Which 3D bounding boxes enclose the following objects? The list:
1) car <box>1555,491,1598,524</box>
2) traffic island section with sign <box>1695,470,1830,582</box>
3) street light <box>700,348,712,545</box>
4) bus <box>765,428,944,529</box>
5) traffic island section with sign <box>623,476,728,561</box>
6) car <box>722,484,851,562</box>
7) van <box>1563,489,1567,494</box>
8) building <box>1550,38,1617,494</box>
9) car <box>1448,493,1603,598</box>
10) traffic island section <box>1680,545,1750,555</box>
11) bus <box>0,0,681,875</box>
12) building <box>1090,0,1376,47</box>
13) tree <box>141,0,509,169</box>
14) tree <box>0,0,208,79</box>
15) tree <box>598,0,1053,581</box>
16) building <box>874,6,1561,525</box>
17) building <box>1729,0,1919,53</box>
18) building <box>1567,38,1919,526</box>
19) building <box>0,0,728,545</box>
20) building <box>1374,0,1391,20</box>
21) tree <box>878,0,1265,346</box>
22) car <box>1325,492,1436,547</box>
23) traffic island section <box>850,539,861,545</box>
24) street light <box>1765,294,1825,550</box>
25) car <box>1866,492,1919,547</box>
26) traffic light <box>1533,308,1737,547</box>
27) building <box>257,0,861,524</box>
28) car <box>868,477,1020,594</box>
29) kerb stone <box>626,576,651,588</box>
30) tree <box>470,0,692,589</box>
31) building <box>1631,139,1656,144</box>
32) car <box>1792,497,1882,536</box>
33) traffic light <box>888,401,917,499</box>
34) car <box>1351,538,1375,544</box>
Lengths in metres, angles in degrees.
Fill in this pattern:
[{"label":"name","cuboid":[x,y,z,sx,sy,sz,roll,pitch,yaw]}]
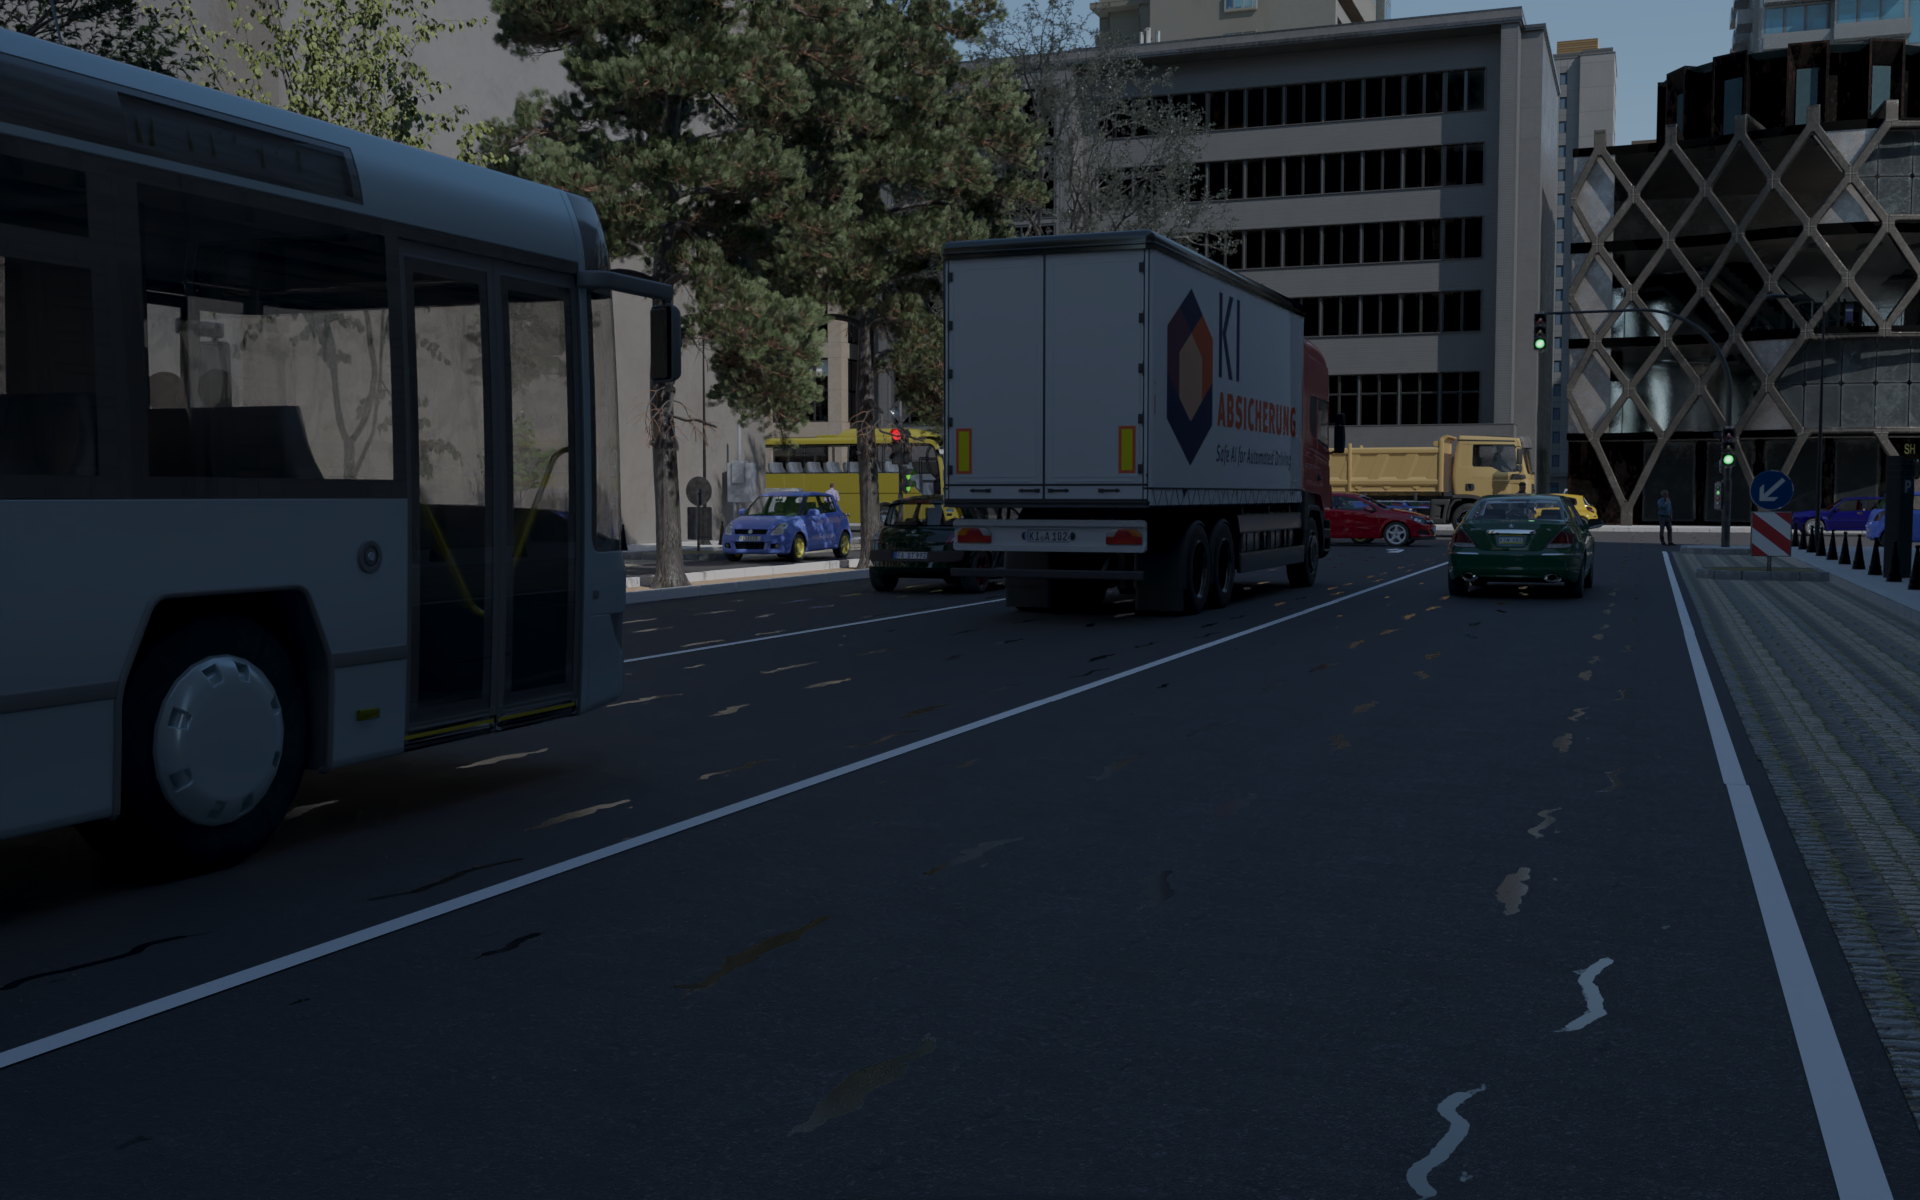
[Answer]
[{"label":"car","cuboid":[22.206,-3.414,66.042,3.980,1.641,2.015,1,4,22]},{"label":"traffic island section with sign","cuboid":[13.591,-1.270,29.390,1.989,1.847,2.006,1,4,22]},{"label":"street light","cuboid":[-5.923,-4.326,43.275,1.470,5.913,1.316,1,4,22]},{"label":"bus","cuboid":[-5.304,-4.589,66.579,12.252,3.916,2.896,1,4,22]},{"label":"traffic island section with sign","cuboid":[-6.034,-1.804,38.121,1.989,1.847,2.006,1,4,22]},{"label":"car","cuboid":[-3.786,-1.732,37.905,1.945,1.707,3.694,1,4,20]},{"label":"van","cuboid":[48.480,-7.947,136.952,2.013,2.044,4.112,1,4,21]},{"label":"building","cuboid":[72.082,-42.165,231.401,28.212,58.520,21.231,1,4,22]},{"label":"car","cuboid":[8.346,-0.844,25.605,2.131,1.459,4.920,1,4,22]},{"label":"traffic island section","cuboid":[18.530,-1.200,41.904,2.009,0.180,2.903,1,4,22]},{"label":"bus","cuboid":[-4.910,-0.575,4.268,2.948,3.499,13.247,1,4,20]},{"label":"building","cuboid":[23.404,-32.209,150.322,21.300,48.544,21.600,1,4,22]},{"label":"tree","cuboid":[-6.834,-4.044,18.936,4.737,8.622,4.395,0,3,0]},{"label":"tree","cuboid":[-8.955,-4.655,12.985,8.767,10.594,7.601,1,4,22]},{"label":"tree","cuboid":[-1.755,-6.600,32.428,6.751,12.117,7.091,0,3,0]},{"label":"building","cuboid":[11.631,-16.006,80.772,30.058,24.678,14.314,1,4,22]},{"label":"building","cuboid":[74.709,-31.898,141.146,23.786,49.044,30.456,1,4,22]},{"label":"building","cuboid":[34.880,-12.579,73.115,16.811,18.784,16.820,1,4,22]},{"label":"building","cuboid":[-25.033,-14.853,47.355,34.151,26.468,19.350,1,4,22]},{"label":"building","cuboid":[34.893,-53.784,192.046,31.000,86.520,22.319,1,4,22]},{"label":"tree","cuboid":[1.863,-7.853,41.221,12.009,13.543,11.850,0,3,0]},{"label":"car","cuboid":[10.990,-2.404,48.346,4.494,1.783,2.155,1,4,23]},{"label":"traffic island section","cuboid":[-1.730,-1.690,49.912,2.009,0.180,2.903,1,4,22]},{"label":"street light","cuboid":[19.346,-4.135,40.143,1.470,5.913,1.316,1,4,22]},{"label":"car","cuboid":[24.962,-2.087,43.721,3.694,1.707,1.945,1,4,21]},{"label":"traffic light","cuboid":[16.519,-4.145,42.437,4.771,5.953,1.251,1,4,22]},{"label":"building","cuboid":[-17.807,-17.804,95.617,34.151,26.468,19.350,1,4,22]},{"label":"car","cuboid":[0.090,-1.023,26.518,2.009,1.686,4.222,1,4,23]},{"label":"kerb stone","cuboid":[-5.076,-0.260,26.469,0.120,0.150,1.000,1,4,22]},{"label":"tree","cuboid":[-4.479,-6.204,25.956,6.751,12.117,7.091,0,3,0]},{"label":"building","cuboid":[91.301,-34.868,220.196,14.200,45.320,14.600,1,4,22]},{"label":"car","cuboid":[30.332,-2.841,59.029,3.894,1.354,1.945,1,4,20]},{"label":"traffic light","cuboid":[-1.697,-3.721,49.763,0.839,4.253,0.868,1,4,22]},{"label":"car","cuboid":[10.730,-2.521,50.802,3.694,1.707,1.945,1,4,20]}]
